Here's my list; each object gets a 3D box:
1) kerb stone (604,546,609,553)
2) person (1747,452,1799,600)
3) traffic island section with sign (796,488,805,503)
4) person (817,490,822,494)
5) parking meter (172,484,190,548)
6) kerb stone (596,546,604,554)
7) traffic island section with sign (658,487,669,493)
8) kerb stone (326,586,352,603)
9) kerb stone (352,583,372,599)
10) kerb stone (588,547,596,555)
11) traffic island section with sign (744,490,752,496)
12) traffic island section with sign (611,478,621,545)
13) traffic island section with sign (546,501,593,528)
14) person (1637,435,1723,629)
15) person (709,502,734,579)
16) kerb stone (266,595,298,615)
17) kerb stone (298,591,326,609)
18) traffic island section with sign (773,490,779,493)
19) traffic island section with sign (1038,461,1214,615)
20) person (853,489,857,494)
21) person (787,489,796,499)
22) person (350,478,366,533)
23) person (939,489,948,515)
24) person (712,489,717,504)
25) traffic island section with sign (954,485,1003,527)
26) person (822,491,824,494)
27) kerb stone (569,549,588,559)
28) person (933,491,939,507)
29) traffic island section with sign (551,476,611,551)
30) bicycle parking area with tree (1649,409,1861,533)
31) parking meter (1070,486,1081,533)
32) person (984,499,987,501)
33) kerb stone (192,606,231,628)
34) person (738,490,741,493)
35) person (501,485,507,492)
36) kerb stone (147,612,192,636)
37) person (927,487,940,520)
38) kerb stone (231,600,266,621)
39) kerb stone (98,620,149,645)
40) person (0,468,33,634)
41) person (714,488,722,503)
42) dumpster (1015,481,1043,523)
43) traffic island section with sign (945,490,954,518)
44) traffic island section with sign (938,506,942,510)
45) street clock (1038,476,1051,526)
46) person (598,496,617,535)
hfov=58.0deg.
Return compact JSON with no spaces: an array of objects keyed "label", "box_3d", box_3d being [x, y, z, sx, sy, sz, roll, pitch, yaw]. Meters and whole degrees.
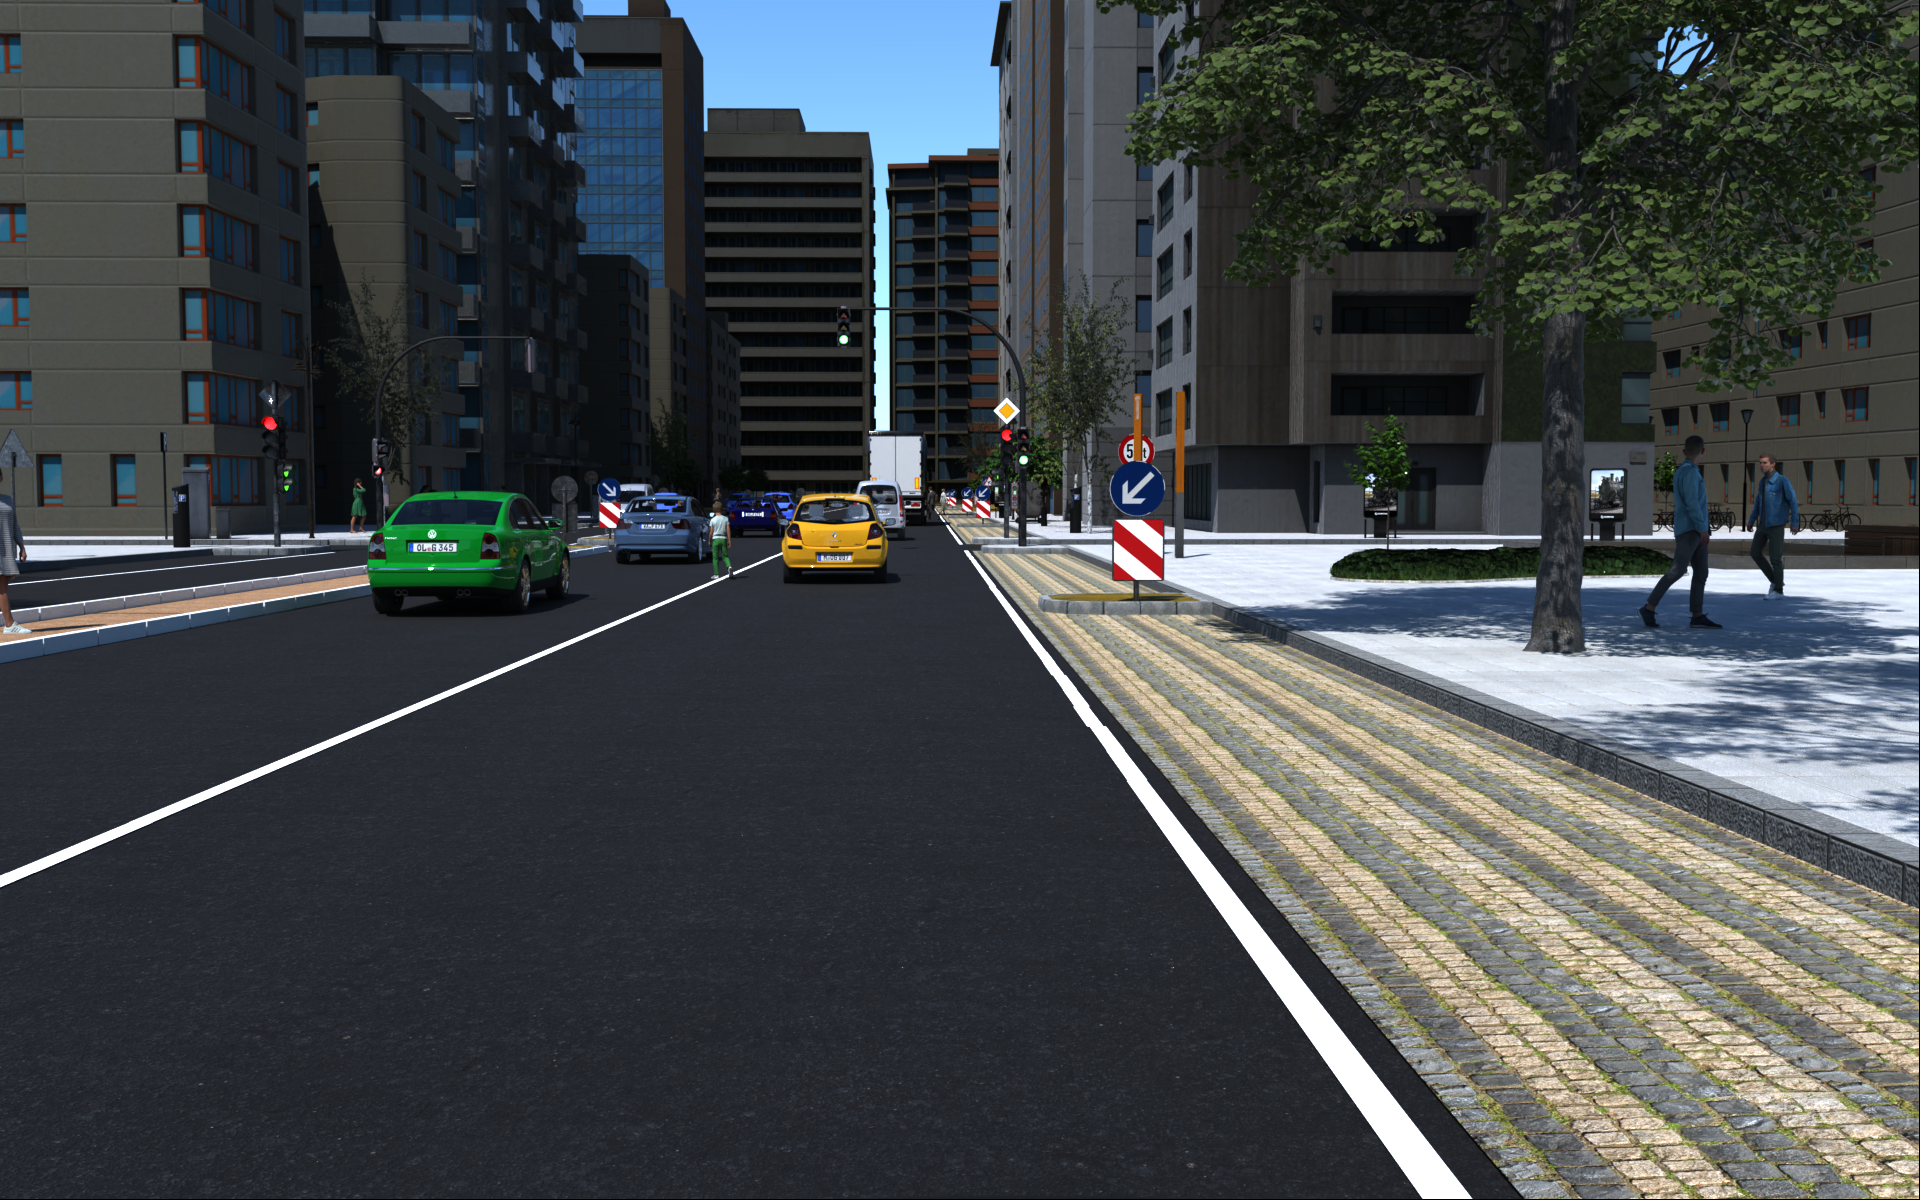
[{"label":"kerb stone","box_3d":[-8.779,-1.241,42.574,0.120,0.150,1.000,0,4,-1]},{"label":"person","box_3d":[9.871,-0.894,21.010,0.444,1.785,0.601,-1,4,-11]},{"label":"traffic island section with sign","box_3d":[-11.548,-7.146,124.976,2.006,1.907,1.989,0,4,-1]},{"label":"person","box_3d":[-12.174,-8.657,150.060,1.348,1.821,0.705,-2,4,-24]},{"label":"parking meter","box_3d":[-18.725,-2.032,41.634,0.372,1.533,0.369,0,3,0]},{"label":"kerb stone","box_3d":[-8.754,-1.182,41.547,0.120,0.150,1.000,0,4,-1]},{"label":"traffic island section with sign","box_3d":[-17.521,-5.725,102.237,1.989,1.847,2.006,0,4,-1]},{"label":"kerb stone","box_3d":[-8.368,-0.056,23.108,0.120,0.150,1.000,0,4,-1]},{"label":"kerb stone","box_3d":[-8.396,-0.118,24.130,0.120,0.150,1.000,0,4,-1]},{"label":"kerb stone","box_3d":[-8.734,-1.116,40.514,0.120,0.150,1.000,0,4,-1]},{"label":"traffic island section with sign","box_3d":[-18.571,-8.757,151.800,1.989,1.847,2.006,0,4,-1]},{"label":"traffic island section with sign","box_3d":[-9.964,-2.552,49.854,2.006,1.907,1.989,0,4,-1]},{"label":"traffic island section with sign","box_3d":[-16.952,-4.048,74.811,1.989,1.847,2.006,0,4,-1]},{"label":"person","box_3d":[6.922,-0.654,16.591,0.748,1.841,0.638,2,4,29]},{"label":"person","box_3d":[-4.016,-1.001,29.109,0.306,1.304,0.590,-3,4,-38]},{"label":"kerb stone","box_3d":[-8.318,0.070,21.053,0.120,0.150,1.000,0,4,-1]},{"label":"kerb stone","box_3d":[-8.344,0.007,22.078,0.120,0.150,1.000,0,4,-1]},{"label":"traffic island section with sign","box_3d":[-19.166,-10.506,180.399,1.989,1.847,2.006,0,4,-1]},{"label":"traffic island section with sign","box_3d":[1.988,-0.778,21.351,1.989,1.847,2.006,0,4,-1]},{"label":"person","box_3d":[-5.791,-5.373,97.179,0.643,1.720,0.563,1,4,18]},{"label":"person","box_3d":[-13.674,-7.919,138.111,1.348,1.807,0.705,-1,4,-20]},{"label":"person","box_3d":[-19.815,-3.101,56.988,0.529,1.795,0.600,-1,4,-21]},{"label":"person","box_3d":[-1.148,-6.609,116.783,0.641,1.798,0.478,-2,4,-24]},{"label":"person","box_3d":[-16.441,-6.599,116.990,0.593,1.750,0.643,-2,4,-23]},{"label":"traffic island section with sign","box_3d":[0.869,-4.061,75.024,1.989,1.847,2.006,0,4,-1]},{"label":"person","box_3d":[-15.721,-11.709,200.723,0.721,1.735,1.217,1,4,14]},{"label":"kerb stone","box_3d":[-8.709,-1.058,39.493,0.120,0.150,1.000,0,4,-1]},{"label":"person","box_3d":[-2.951,-11.378,194.546,1.348,1.821,0.705,-2,4,-29]},{"label":"traffic island section with sign","box_3d":[-9.819,-2.099,42.448,2.006,1.907,1.989,0,4,-1]},{"label":"bicycle parking area with tree","box_3d":[26.127,-4.544,61.294,9.016,4.147,8.231,0,4,-2]},{"label":"parking meter","box_3d":[3.804,-2.970,56.971,0.372,1.533,0.369,0,3,0]},{"label":"person","box_3d":[1.725,-7.094,122.044,0.388,1.821,0.555,-2,4,-30]},{"label":"kerb stone","box_3d":[-8.286,0.196,18.990,0.120,0.150,1.000,0,4,-1]},{"label":"person","box_3d":[-16.232,-7.180,126.336,0.568,1.767,0.683,3,5,40]},{"label":"person","box_3d":[-23.044,-4.954,87.878,0.643,1.720,0.563,-2,4,-30]},{"label":"kerb stone","box_3d":[-8.261,0.259,17.956,0.120,0.150,1.000,0,4,-1]},{"label":"person","box_3d":[-1.541,-5.343,95.823,0.822,1.834,0.622,3,4,36]},{"label":"kerb stone","box_3d":[-8.306,0.133,20.021,0.120,0.150,1.000,0,4,-1]},{"label":"kerb stone","box_3d":[-8.237,0.323,16.922,0.120,0.150,1.000,0,4,-1]},{"label":"person","box_3d":[-9.864,-0.512,17.621,0.760,1.731,0.466,-1,4,-9]},{"label":"person","box_3d":[-13.242,-5.229,94.544,0.362,1.759,0.519,1,4,19]},{"label":"dumpster","box_3d":[3.052,-4.293,75.942,1.264,1.857,1.865,0,4,-1]},{"label":"traffic island section with sign","box_3d":[0.301,-5.718,102.124,1.989,1.847,2.006,0,4,-1]},{"label":"traffic island section with sign","box_3d":[-0.760,-8.815,152.756,1.989,1.847,2.006,0,4,-1]},{"label":"street clock","box_3d":[3.359,-3.946,69.089,0.471,2.002,0.358,2,4,35]},{"label":"person","box_3d":[-11.642,-2.971,57.279,0.606,1.804,0.583,-1,4,-16]}]
